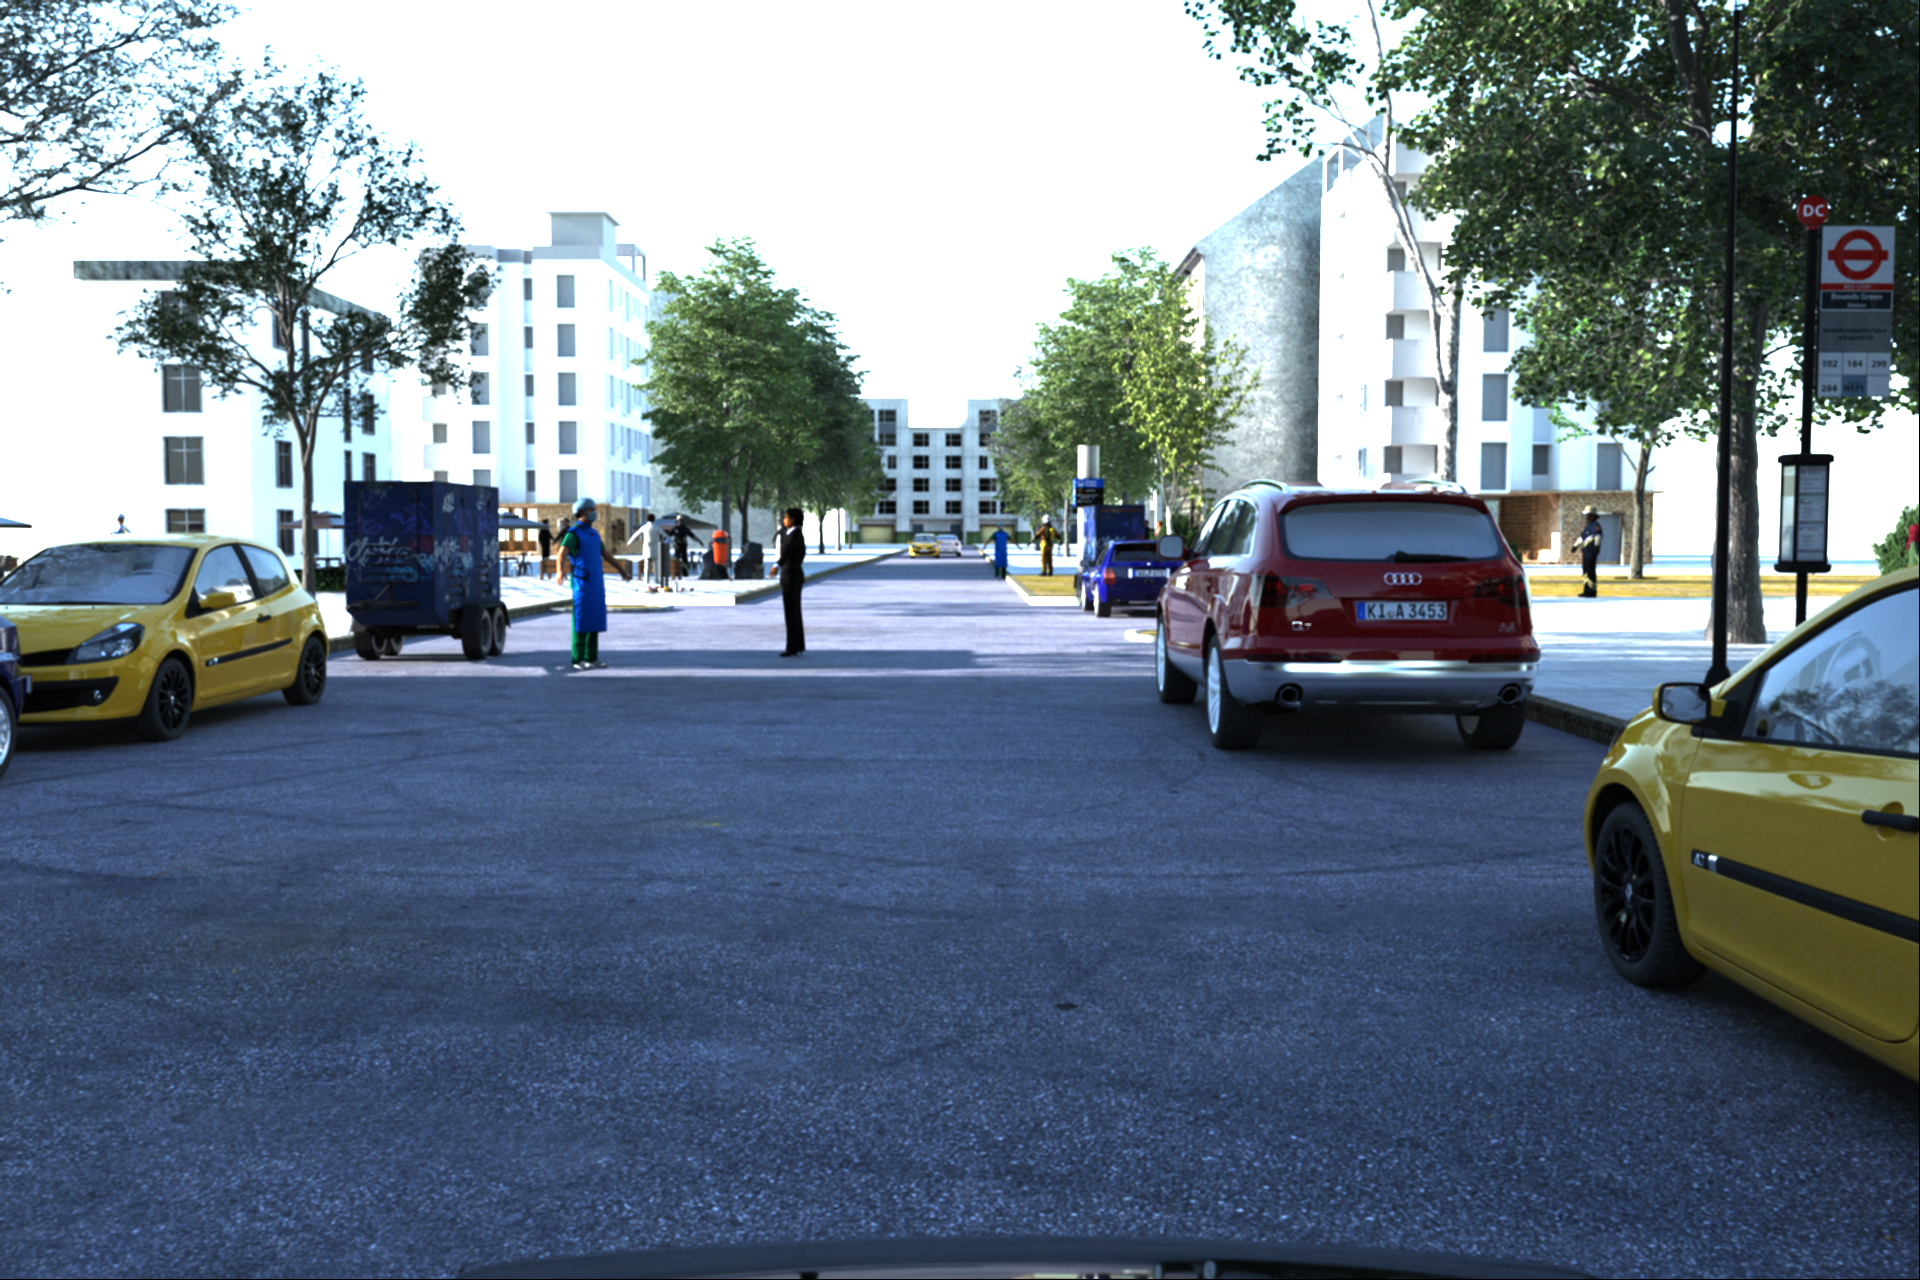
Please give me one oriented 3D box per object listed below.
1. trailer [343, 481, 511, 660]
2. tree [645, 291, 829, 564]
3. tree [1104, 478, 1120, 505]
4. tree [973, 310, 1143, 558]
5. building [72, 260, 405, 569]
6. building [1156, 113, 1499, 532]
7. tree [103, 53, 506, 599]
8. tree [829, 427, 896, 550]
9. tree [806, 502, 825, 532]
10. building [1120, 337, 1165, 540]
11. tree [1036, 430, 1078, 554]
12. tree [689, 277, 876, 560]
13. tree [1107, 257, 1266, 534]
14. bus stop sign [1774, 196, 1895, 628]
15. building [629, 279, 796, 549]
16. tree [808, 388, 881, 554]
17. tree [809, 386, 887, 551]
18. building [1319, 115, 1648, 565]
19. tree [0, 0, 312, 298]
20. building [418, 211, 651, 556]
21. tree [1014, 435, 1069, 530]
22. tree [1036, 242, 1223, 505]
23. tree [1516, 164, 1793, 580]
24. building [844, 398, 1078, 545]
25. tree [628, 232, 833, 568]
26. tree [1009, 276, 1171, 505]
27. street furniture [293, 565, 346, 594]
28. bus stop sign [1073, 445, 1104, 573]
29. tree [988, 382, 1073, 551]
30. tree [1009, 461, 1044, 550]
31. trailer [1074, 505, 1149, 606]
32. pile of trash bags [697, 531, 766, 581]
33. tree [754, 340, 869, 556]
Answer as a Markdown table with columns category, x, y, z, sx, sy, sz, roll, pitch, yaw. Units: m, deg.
| category | x | y | z | sx | sy | sz | roll | pitch | yaw |
| --- | --- | --- | --- | --- | --- | --- | --- | --- | --- |
| trailer | -6.126 | -0.752 | 19.340 | 1.471 | 1.999 | 3.904 | 0 | 3 | 0 |
| tree | -9.468 | -9.122 | 74.893 | 9.928 | 11.665 | 9.643 | 0 | 3 | 0 |
| tree | 21.113 | -17.875 | 226.675 | 7.601 | 10.594 | 8.767 | 0 | 4 | -3 |
| tree | 5.821 | -11.283 | 94.851 | 12.009 | 13.543 | 11.850 | 0 | 3 | 0 |
| building | -26.529 | -7.648 | 67.190 | 9.099 | 9.664 | 28.070 | 0 | 4 | -1 |
| building | 21.977 | -16.432 | 99.584 | 19.493 | 23.208 | 18.063 | 0 | 4 | 0 |
| tree | -12.240 | -6.025 | 32.927 | 8.767 | 10.594 | 7.601 | 1 | 4 | 22 |
| tree | -8.689 | -12.672 | 141.599 | 7.601 | 10.594 | 8.767 | -2 | 4 | -28 |
| tree | -18.535 | -17.110 | 230.103 | 4.737 | 8.622 | 4.395 | 0 | 3 | 0 |
| building | 24.508 | -17.843 | 158.189 | 16.747 | 18.905 | 31.486 | 0 | 3 | 0 |
| tree | 6.175 | -9.753 | 109.826 | 4.360 | 8.622 | 3.978 | 0 | 3 | 0 |
| tree | -8.826 | -10.884 | 84.616 | 9.857 | 13.997 | 8.962 | 0 | 3 | 0 |
| tree | 5.705 | -5.850 | 46.005 | 4.737 | 8.622 | 4.395 | 0 | 3 | 0 |
| bus stop sign | 6.944 | -1.533 | 13.766 | 0.855 | 3.939 | 0.416 | 0 | 3 | 0 |
| building | -25.087 | -20.016 | 158.191 | 19.493 | 23.208 | 18.063 | 0 | 4 | 1 |
| tree | -9.052 | -11.477 | 113.399 | 9.928 | 11.665 | 9.643 | 0 | 3 | 0 |
| tree | -9.564 | -12.986 | 130.453 | 7.486 | 12.596 | 7.792 | 0 | 3 | 0 |
| building | 22.862 | -13.941 | 84.348 | 16.016 | 20.090 | 11.380 | 0 | 4 | 0 |
| tree | -12.787 | -6.649 | 19.084 | 12.009 | 13.543 | 11.850 | 0 | 3 | 0 |
| building | -25.659 | -15.065 | 102.733 | 16.016 | 20.090 | 11.380 | 0 | 3 | 0 |
| tree | 6.030 | -10.279 | 118.421 | 4.737 | 8.622 | 4.395 | 0 | 3 | 0 |
| tree | 6.779 | -9.134 | 67.466 | 7.486 | 12.596 | 7.792 | 0 | 3 | 0 |
| tree | 19.364 | -7.534 | 48.943 | 9.928 | 11.665 | 9.643 | 0 | 3 | 0 |
| building | 0.206 | -22.195 | 231.806 | 31.486 | 18.905 | 16.747 | 0 | 4 | -4 |
| tree | -8.661 | -9.002 | 65.312 | 7.486 | 12.596 | 7.792 | 0 | 3 | 0 |
| tree | 6.051 | -9.721 | 77.072 | 7.486 | 12.596 | 7.792 | 0 | 3 | 0 |
| street furniture | -15.667 | -1.608 | 41.909 | 5.734 | 0.657 | 10.072 | -3 | 5 | -42 |
| bus stop sign | 3.822 | -3.825 | 51.551 | 0.837 | 3.901 | 0.837 | 0 | 4 | 0 |
| tree | 5.694 | -12.891 | 128.898 | 7.486 | 12.596 | 7.792 | 0 | 3 | 0 |
| tree | 5.968 | -11.561 | 139.380 | 4.360 | 8.622 | 3.978 | 0 | 3 | 0 |
| trailer | 3.074 | -1.747 | 35.607 | 1.471 | 1.999 | 3.904 | 0 | 4 | -1 |
| pile of trash bags | -6.496 | -2.386 | 48.767 | 1.912 | 1.369 | 3.447 | 0 | 4 | 0 |
| tree | -9.212 | -11.188 | 101.057 | 7.486 | 12.596 | 7.792 | 0 | 3 | 0 |
